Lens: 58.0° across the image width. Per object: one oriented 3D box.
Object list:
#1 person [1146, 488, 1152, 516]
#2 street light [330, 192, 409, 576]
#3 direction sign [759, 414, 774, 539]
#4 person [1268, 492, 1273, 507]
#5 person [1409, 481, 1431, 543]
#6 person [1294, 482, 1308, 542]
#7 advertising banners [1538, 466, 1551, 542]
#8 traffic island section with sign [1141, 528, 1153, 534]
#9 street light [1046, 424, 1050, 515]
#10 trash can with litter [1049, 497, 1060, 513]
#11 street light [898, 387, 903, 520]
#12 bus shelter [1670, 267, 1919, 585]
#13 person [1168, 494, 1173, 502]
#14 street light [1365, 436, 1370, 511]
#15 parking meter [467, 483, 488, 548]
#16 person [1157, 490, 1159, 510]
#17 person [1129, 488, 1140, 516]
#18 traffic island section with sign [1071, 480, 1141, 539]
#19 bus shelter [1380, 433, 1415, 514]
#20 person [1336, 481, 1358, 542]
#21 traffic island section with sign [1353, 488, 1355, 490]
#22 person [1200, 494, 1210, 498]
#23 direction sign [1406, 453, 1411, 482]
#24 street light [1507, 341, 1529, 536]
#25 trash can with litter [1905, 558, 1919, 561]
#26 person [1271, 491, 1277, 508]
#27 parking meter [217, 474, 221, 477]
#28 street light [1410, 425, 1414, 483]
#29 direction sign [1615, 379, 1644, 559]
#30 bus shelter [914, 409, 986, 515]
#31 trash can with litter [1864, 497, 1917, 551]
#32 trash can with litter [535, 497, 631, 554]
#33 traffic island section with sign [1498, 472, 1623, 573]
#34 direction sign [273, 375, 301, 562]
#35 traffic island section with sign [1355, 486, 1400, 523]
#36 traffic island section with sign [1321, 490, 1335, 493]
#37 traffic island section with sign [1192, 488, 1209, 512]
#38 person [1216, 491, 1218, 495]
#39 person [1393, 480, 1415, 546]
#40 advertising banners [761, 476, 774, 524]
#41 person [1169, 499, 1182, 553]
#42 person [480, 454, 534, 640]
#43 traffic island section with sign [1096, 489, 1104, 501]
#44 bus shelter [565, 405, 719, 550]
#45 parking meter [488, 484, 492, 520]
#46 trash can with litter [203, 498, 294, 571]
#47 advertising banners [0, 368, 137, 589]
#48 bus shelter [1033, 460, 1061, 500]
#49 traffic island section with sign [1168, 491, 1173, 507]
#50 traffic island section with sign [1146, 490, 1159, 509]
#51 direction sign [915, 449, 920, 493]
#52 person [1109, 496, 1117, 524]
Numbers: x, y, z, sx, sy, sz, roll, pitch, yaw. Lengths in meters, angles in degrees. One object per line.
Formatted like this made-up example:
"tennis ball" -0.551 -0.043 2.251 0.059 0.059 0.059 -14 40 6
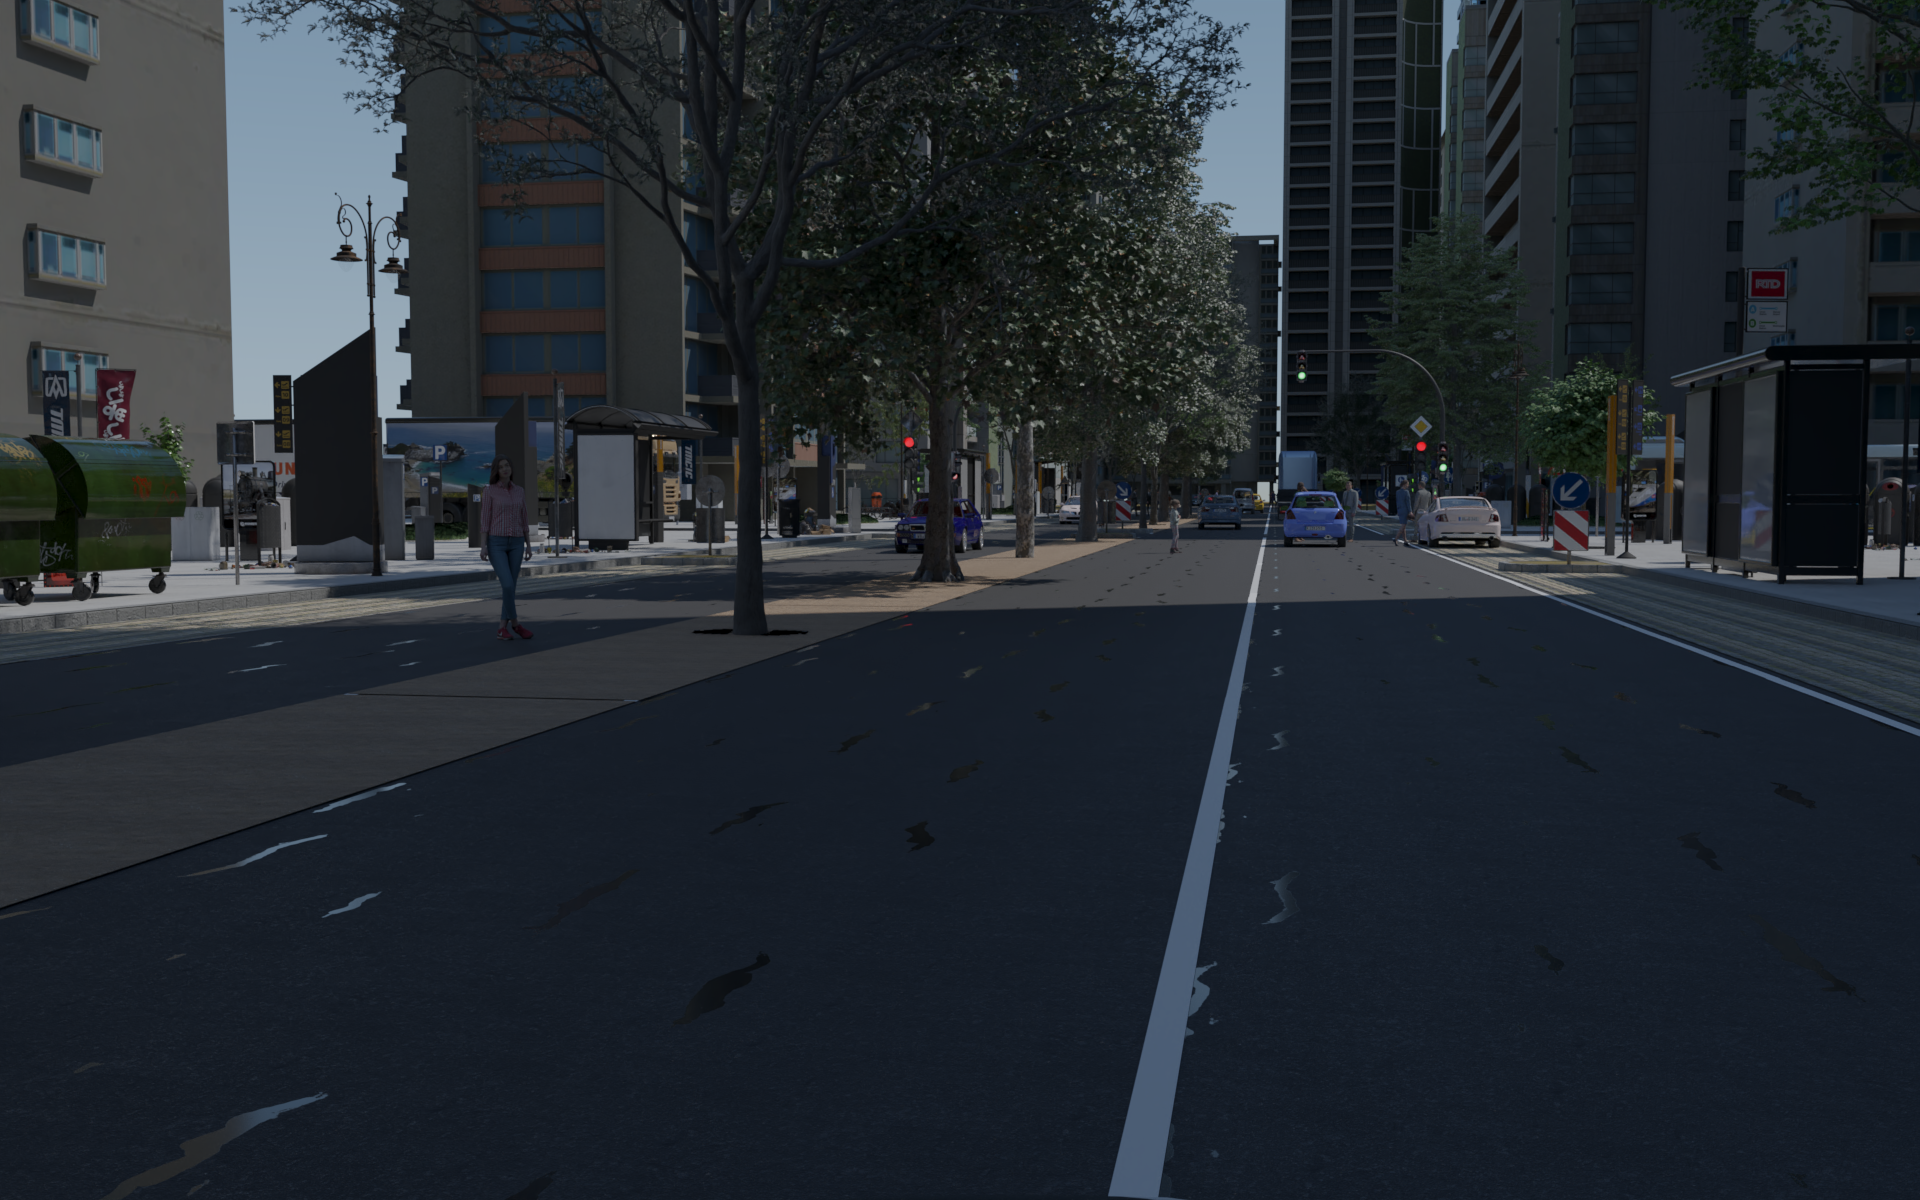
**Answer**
"person" 12.379 -6.394 112.814 0.659 1.850 0.755 0 4 -6
"street light" -9.123 -3.311 26.925 0.468 5.910 1.993 1 4 10
"direction sign" -5.521 -3.514 49.455 0.379 3.537 0.876 1 4 20
"person" 34.406 -11.104 191.526 0.593 1.643 0.415 0 4 4
"person" 13.526 -2.578 50.759 0.694 1.812 0.767 -2 4 -33
"person" 10.232 -2.654 52.143 0.529 1.795 0.600 -3 4 -37
"advertising banners" 15.968 -3.130 47.371 0.090 3.025 2.074 1 4 11
"traffic island section with sign" 6.041 -3.399 63.702 2.006 1.907 1.989 1 4 10
"street light" 5.471 -8.268 107.963 0.468 5.910 1.993 1 4 10
"trash can with litter" 6.314 -6.325 114.808 1.055 1.170 0.624 -2 4 -24
"street light" -2.210 -5.680 65.652 0.468 5.910 1.993 1 4 10
"bus shelter" 13.167 -3.110 28.487 2.179 5.291 8.768 1 4 10
"person" 19.339 -9.072 160.089 1.065 1.426 0.557 -1 4 -11
"street light" 31.614 -9.882 134.359 0.468 5.910 1.993 1 4 10
"parking meter" -11.536 -2.010 41.274 0.372 1.533 0.369 0 3 0
"person" 17.893 -8.973 155.745 0.750 1.759 0.617 -2 4 -24
"person" 11.123 -6.247 110.597 0.822 1.834 0.622 1 4 13
"traffic island section with sign" 4.713 -2.953 56.415 2.006 1.907 1.989 1 4 10
"bus shelter" 28.357 -8.220 112.028 2.179 5.291 8.768 1 4 10
"person" 11.588 -2.634 51.658 0.391 1.810 0.635 -3 5 -44
"traffic island section with sign" 25.705 -6.378 112.912 1.989 1.847 2.006 1 4 10
"person" 23.308 -9.498 163.891 1.348 1.812 0.705 1 4 13
"direction sign" 24.739 -6.337 95.599 0.379 3.537 0.876 2 4 26
"street light" 16.825 -4.866 52.349 0.468 5.910 1.993 1 4 10
"trash can with litter" 19.280 -1.360 33.288 2.233 1.210 1.678 1 4 16
"person" 31.400 -10.014 172.678 0.683 1.767 0.568 -2 4 -28
"parking meter" -21.704 -2.768 50.974 0.255 1.863 0.399 -1 4 -8
"street light" 23.836 -7.244 91.233 0.468 5.910 1.993 1 4 10
"direction sign" 13.268 -2.592 34.375 0.876 3.537 0.379 -3 4 -36
"bus shelter" -0.573 -6.304 80.705 2.179 5.291 8.768 1 4 10
"trash can with litter" 21.301 -1.785 40.244 1.678 1.210 2.233 3 4 37
"trash can with litter" -8.328 -1.637 37.818 2.233 1.210 1.678 -1 4 -11
"traffic island section with sign" 11.092 -1.438 32.143 1.989 1.847 2.006 1 4 10
"direction sign" -12.600 -2.506 32.969 0.876 3.537 0.379 0 4 1
"traffic island section with sign" 20.895 -4.756 86.388 1.989 1.847 2.006 1 4 10
"traffic island section with sign" 34.650 -9.398 162.290 1.989 1.847 2.006 1 4 10
"traffic island section with sign" 19.413 -7.921 137.646 2.006 1.907 1.989 1 4 10
"person" 30.015 -11.808 201.430 0.599 1.838 0.709 1 4 8
"person" 12.159 -2.392 47.640 0.654 1.822 0.581 -1 4 -13
"advertising banners" -8.302 -4.755 73.936 0.090 3.025 2.074 1 4 12
"person" 5.240 -1.791 42.056 0.394 1.301 0.425 -1 4 -17
"person" -4.482 -0.522 17.042 0.388 1.821 0.555 3 5 39
"traffic island section with sign" 9.384 -6.587 116.331 1.989 1.847 2.006 1 4 10
"bus shelter" -7.662 -2.937 41.944 2.014 3.302 5.546 1 4 10
"parking meter" -11.654 -2.129 43.219 0.372 1.533 0.369 0 3 0
"trash can with litter" -12.307 -1.155 29.934 1.678 1.210 2.233 1 4 20
"advertising banners" -12.396 -1.688 23.787 2.074 3.025 0.090 -3 4 -36
"bus shelter" 5.754 -7.861 119.813 1.731 3.624 6.357 1 4 10
"traffic island section with sign" 23.225 -11.265 192.818 1.989 1.847 2.006 1 4 10
"traffic island section with sign" 18.351 -9.617 165.870 1.989 1.847 2.006 1 4 10
"direction sign" -2.191 -5.875 88.053 0.379 3.537 0.876 -1 4 -22
"person" 7.324 -4.558 83.202 0.511 1.800 0.466 3 5 42
